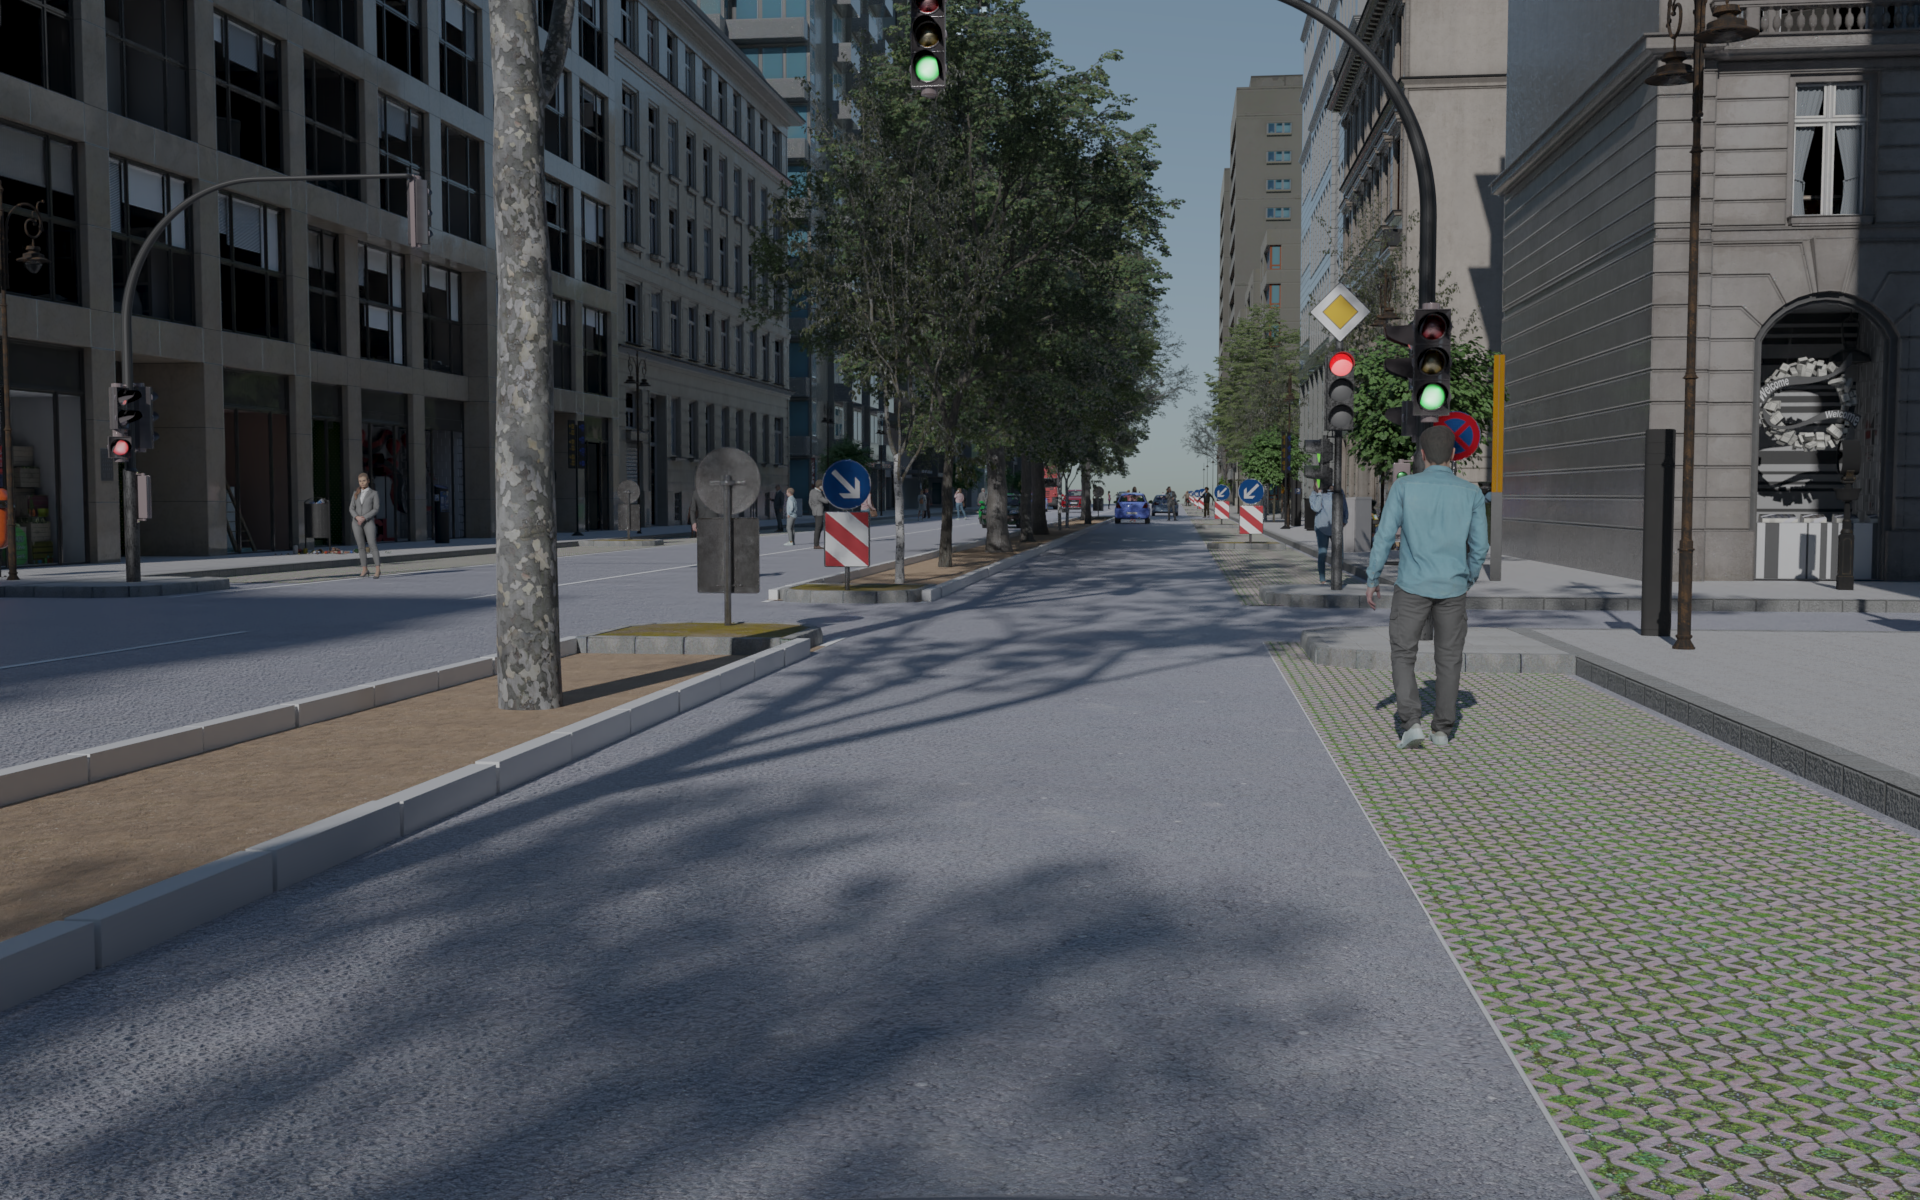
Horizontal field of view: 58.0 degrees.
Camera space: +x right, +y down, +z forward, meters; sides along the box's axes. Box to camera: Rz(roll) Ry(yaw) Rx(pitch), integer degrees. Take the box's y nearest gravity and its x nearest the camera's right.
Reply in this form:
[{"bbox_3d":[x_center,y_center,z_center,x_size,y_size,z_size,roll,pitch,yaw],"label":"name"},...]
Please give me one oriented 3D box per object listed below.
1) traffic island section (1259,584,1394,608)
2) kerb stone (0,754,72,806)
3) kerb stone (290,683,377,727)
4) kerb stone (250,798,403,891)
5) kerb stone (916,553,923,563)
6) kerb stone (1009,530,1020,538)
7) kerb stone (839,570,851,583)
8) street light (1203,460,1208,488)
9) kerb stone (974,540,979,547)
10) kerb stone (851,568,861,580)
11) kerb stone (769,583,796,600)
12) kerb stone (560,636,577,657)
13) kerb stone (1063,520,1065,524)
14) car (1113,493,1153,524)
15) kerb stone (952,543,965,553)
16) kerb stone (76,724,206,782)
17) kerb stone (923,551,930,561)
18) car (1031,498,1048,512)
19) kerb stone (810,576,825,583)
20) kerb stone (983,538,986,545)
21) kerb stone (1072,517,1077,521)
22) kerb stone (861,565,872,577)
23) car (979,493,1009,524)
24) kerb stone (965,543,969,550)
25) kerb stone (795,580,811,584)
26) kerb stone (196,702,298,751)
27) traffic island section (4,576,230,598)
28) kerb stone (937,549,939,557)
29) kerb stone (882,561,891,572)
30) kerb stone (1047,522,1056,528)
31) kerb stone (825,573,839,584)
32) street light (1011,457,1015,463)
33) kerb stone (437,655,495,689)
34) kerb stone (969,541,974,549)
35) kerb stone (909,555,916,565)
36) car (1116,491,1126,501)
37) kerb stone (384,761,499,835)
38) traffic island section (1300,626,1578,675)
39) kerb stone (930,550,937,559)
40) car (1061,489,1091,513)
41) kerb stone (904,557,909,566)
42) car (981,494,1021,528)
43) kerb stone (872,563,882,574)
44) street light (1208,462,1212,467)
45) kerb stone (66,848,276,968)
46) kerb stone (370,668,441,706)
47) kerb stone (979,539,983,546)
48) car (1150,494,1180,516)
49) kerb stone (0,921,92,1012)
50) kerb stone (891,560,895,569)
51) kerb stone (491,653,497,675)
[{"bbox_3d":[5.061,-0.056,23.191,2.009,0.180,2.903,0,4,7],"label":"traffic island section"},{"bbox_3d":[-4.412,0.866,8.031,0.120,0.150,1.000,0,4,7],"label":"kerb stone"},{"bbox_3d":[-4.036,0.680,11.081,0.120,0.150,1.000,0,4,7],"label":"kerb stone"},{"bbox_3d":[-2.460,0.945,6.748,0.120,0.150,1.000,0,4,7],"label":"kerb stone"},{"bbox_3d":[-0.948,-0.843,36.040,0.120,0.150,1.000,0,4,7],"label":"kerb stone"},{"bbox_3d":[1.831,-2.217,58.438,0.120,0.150,1.000,0,4,7],"label":"kerb stone"},{"bbox_3d":[-1.956,-0.348,27.890,0.120,0.150,1.000,0,4,7],"label":"kerb stone"},{"bbox_3d":[32.243,-15.479,225.867,0.468,5.910,1.993,0,4,7],"label":"street light"},{"bbox_3d":[0.315,-1.465,46.209,0.120,0.150,1.000,0,4,7],"label":"kerb stone"},{"bbox_3d":[-1.838,-0.410,28.905,0.120,0.150,1.000,0,4,7],"label":"kerb stone"},{"bbox_3d":[-2.456,-0.094,23.818,0.120,0.150,1.000,0,4,7],"label":"kerb stone"},{"bbox_3d":[-3.528,0.433,15.157,0.120,0.150,1.000,0,4,7],"label":"kerb stone"},{"bbox_3d":[4.728,-3.642,81.818,0.120,0.150,1.000,0,4,7],"label":"kerb stone"},{"bbox_3d":[8.462,-4.599,84.785,1.945,1.707,3.694,0,4,7],"label":"car"},{"bbox_3d":[-0.066,-1.279,43.152,0.120,0.150,1.000,0,4,7],"label":"kerb stone"},{"bbox_3d":[-4.291,0.804,9.051,0.120,0.150,1.000,0,4,7],"label":"kerb stone"},{"bbox_3d":[-0.820,-0.909,37.064,0.120,0.150,1.000,0,4,7],"label":"kerb stone"},{"bbox_3d":[6.045,-7.882,138.464,1.945,1.707,3.694,1,4,9],"label":"car"},{"bbox_3d":[-2.213,-0.224,25.858,0.120,0.150,1.000,0,4,7],"label":"kerb stone"},{"bbox_3d":[0.567,-1.593,48.242,0.120,0.150,1.000,0,4,7],"label":"kerb stone"},{"bbox_3d":[5.989,-4.269,91.992,0.120,0.150,1.000,0,4,7],"label":"kerb stone"},{"bbox_3d":[-1.709,-0.473,29.925,0.120,0.150,1.000,0,4,7],"label":"kerb stone"},{"bbox_3d":[1.976,-4.590,83.847,1.959,1.807,4.718,0,4,7],"label":"car"},{"bbox_3d":[0.056,-1.340,44.177,0.120,0.150,1.000,0,4,7],"label":"kerb stone"},{"bbox_3d":[-2.335,-0.162,24.838,0.120,0.150,1.000,0,4,7],"label":"kerb stone"},{"bbox_3d":[-4.174,0.744,10.068,0.120,0.150,1.000,0,4,7],"label":"kerb stone"},{"bbox_3d":[-12.099,-0.186,25.315,2.009,0.180,2.903,0,4,7],"label":"traffic island section"},{"bbox_3d":[-0.575,-1.033,39.094,0.120,0.150,1.000,0,4,7],"label":"kerb stone"},{"bbox_3d":[-1.460,-0.597,31.961,0.120,0.150,1.000,0,4,7],"label":"kerb stone"},{"bbox_3d":[3.975,-3.272,75.718,0.120,0.150,1.000,0,4,7],"label":"kerb stone"},{"bbox_3d":[-2.076,-0.286,26.873,0.120,0.150,1.000,0,4,7],"label":"kerb stone"},{"bbox_3d":[5.673,-12.988,185.144,0.468,5.910,1.993,0,4,7],"label":"street light"},{"bbox_3d":[-3.792,0.560,13.117,0.120,0.150,1.000,0,4,7],"label":"kerb stone"},{"bbox_3d":[0.190,-1.403,45.190,0.120,0.150,1.000,0,4,7],"label":"kerb stone"},{"bbox_3d":[-1.074,-0.784,35.026,0.120,0.150,1.000,0,4,7],"label":"kerb stone"},{"bbox_3d":[22.212,-13.808,234.439,2.281,1.827,5.304,0,4,6],"label":"car"},{"bbox_3d":[-2.331,0.888,7.767,0.120,0.150,1.000,0,4,7],"label":"kerb stone"},{"bbox_3d":[4.079,0.429,15.266,2.009,0.180,2.903,0,4,7],"label":"traffic island section"},{"bbox_3d":[-0.693,-0.971,38.078,0.120,0.150,1.000,0,4,7],"label":"kerb stone"},{"bbox_3d":[9.110,-7.746,135.318,2.281,1.827,5.304,1,4,9],"label":"car"},{"bbox_3d":[-1.197,-0.718,34.007,0.120,0.150,1.000,0,4,7],"label":"kerb stone"},{"bbox_3d":[1.963,-3.920,73.876,2.009,1.686,4.222,1,4,9],"label":"car"},{"bbox_3d":[-1.584,-0.534,30.946,0.120,0.150,1.000,0,4,7],"label":"kerb stone"},{"bbox_3d":[28.567,-13.630,195.645,0.468,5.910,1.993,0,4,7],"label":"street light"},{"bbox_3d":[-2.590,1.008,5.732,0.120,0.150,1.000,0,4,7],"label":"kerb stone"},{"bbox_3d":[-3.915,0.618,12.098,0.120,0.150,1.000,0,4,7],"label":"kerb stone"},{"bbox_3d":[0.438,-1.525,47.223,0.120,0.150,1.000,0,4,7],"label":"kerb stone"},{"bbox_3d":[13.456,-6.227,113.822,2.014,1.417,4.499,0,4,6],"label":"car"},{"bbox_3d":[-2.722,1.071,4.718,0.120,0.150,1.000,0,4,7],"label":"kerb stone"},{"bbox_3d":[-1.332,-0.659,32.982,0.120,0.150,1.000,0,4,7],"label":"kerb stone"},{"bbox_3d":[-3.661,0.495,14.143,0.120,0.150,1.000,0,4,7],"label":"kerb stone"}]
